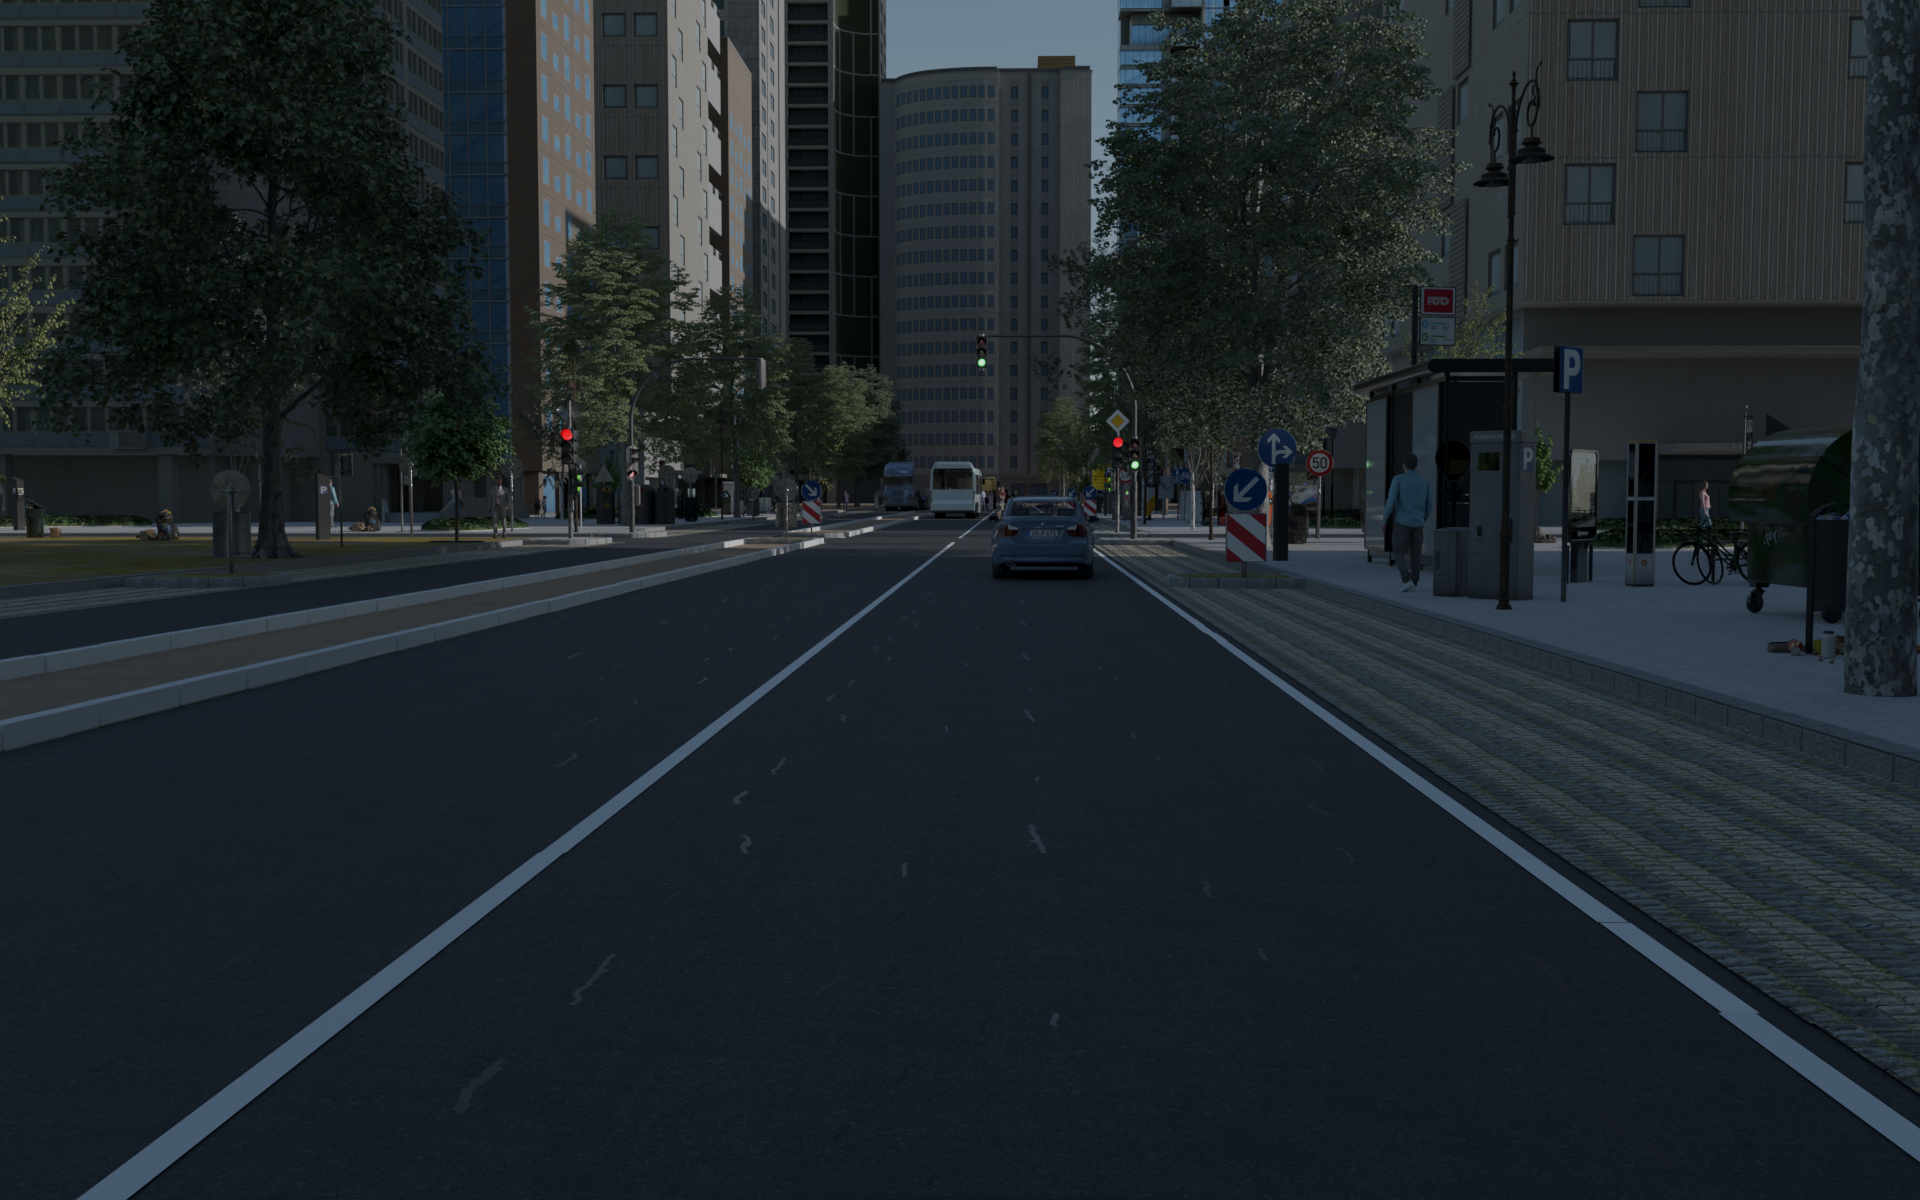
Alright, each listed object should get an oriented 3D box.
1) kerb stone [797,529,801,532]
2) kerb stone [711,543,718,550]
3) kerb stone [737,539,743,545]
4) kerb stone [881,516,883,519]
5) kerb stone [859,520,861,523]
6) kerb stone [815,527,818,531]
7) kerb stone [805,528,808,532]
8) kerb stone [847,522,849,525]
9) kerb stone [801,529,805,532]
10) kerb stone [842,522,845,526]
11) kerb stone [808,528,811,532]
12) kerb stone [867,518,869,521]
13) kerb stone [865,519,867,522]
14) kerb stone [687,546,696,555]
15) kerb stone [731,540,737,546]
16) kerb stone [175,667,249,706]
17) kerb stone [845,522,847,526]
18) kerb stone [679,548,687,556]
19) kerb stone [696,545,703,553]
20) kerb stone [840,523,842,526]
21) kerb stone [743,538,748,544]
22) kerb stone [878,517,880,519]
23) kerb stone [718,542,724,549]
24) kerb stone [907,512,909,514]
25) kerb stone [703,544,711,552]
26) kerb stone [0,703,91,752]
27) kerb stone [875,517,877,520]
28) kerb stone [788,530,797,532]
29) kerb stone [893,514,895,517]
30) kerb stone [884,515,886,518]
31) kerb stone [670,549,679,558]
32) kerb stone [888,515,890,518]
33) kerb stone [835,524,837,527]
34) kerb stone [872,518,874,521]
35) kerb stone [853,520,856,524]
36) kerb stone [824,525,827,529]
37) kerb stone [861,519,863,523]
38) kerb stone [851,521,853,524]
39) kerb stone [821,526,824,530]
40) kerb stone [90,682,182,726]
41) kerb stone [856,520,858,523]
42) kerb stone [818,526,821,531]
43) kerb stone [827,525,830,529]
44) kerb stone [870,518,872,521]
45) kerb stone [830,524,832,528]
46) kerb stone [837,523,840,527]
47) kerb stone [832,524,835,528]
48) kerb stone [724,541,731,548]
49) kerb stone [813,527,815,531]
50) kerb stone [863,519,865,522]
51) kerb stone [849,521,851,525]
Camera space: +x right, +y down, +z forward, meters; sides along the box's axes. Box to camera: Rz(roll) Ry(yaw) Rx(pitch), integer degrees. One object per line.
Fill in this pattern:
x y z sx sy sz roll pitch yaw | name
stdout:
-5.814 -2.370 60.944 0.120 0.150 1.000 0 4 2 | kerb stone
-6.354 -1.333 43.989 0.120 0.150 1.000 0 4 2 | kerb stone
-6.231 -1.583 48.083 0.120 0.150 1.000 0 4 2 | kerb stone
-4.609 -4.622 97.835 0.120 0.150 1.000 0 4 2 | kerb stone
-5.047 -3.811 84.513 0.120 0.150 1.000 0 4 2 | kerb stone
-5.641 -2.682 66.073 0.120 0.150 1.000 0 4 2 | kerb stone
-5.744 -2.496 63.005 0.120 0.150 1.000 0 4 2 | kerb stone
-5.230 -3.435 78.360 0.120 0.150 1.000 0 4 2 | kerb stone
-5.769 -2.430 61.969 0.120 0.150 1.000 0 4 2 | kerb stone
-5.301 -3.309 76.310 0.120 0.150 1.000 0 4 2 | kerb stone
-5.705 -2.559 64.030 0.120 0.150 1.000 0 4 2 | kerb stone
-4.904 -4.060 88.611 0.120 0.150 1.000 0 4 2 | kerb stone
-4.935 -4.000 87.588 0.120 0.150 1.000 0 4 2 | kerb stone
-6.459 -1.143 40.925 0.120 0.150 1.000 0 4 2 | kerb stone
-6.259 -1.521 47.061 0.120 0.150 1.000 0 4 2 | kerb stone
-5.302 0.613 12.182 0.120 0.150 1.000 0 4 2 | kerb stone
-5.273 -3.373 77.339 0.120 0.150 1.000 0 4 2 | kerb stone
-6.499 -1.083 39.900 0.120 0.150 1.000 0 4 2 | kerb stone
-6.426 -1.208 41.946 0.120 0.150 1.000 0 4 2 | kerb stone
-5.338 -3.243 75.284 0.120 0.150 1.000 0 4 2 | kerb stone
-6.196 -1.642 49.105 0.120 0.150 1.000 0 4 2 | kerb stone
-4.668 -4.501 95.789 0.120 0.150 1.000 0 4 2 | kerb stone
-6.333 -1.394 45.014 0.120 0.150 1.000 0 4 2 | kerb stone
-3.837 -6.068 121.405 0.120 0.150 1.000 0 4 2 | kerb stone
-6.399 -1.270 42.968 0.120 0.150 1.000 0 4 2 | kerb stone
-5.360 0.738 10.133 0.120 0.150 1.000 0 4 2 | kerb stone
-4.733 -4.375 93.727 0.120 0.150 1.000 0 4 2 | kerb stone
-5.837 -2.306 59.917 0.120 0.150 1.000 0 4 2 | kerb stone
-4.298 -5.189 107.054 0.120 0.150 1.000 0 4 2 | kerb stone
-4.536 -4.752 99.887 0.120 0.150 1.000 0 4 2 | kerb stone
-6.527 -1.020 38.873 0.120 0.150 1.000 0 4 2 | kerb stone
-4.431 -4.940 102.960 0.120 0.150 1.000 0 4 2 | kerb stone
-5.406 -3.122 73.240 0.120 0.150 1.000 0 4 2 | kerb stone
-4.804 -4.250 91.684 0.120 0.150 1.000 0 4 2 | kerb stone
-5.138 -3.623 81.432 0.120 0.150 1.000 0 4 2 | kerb stone
-5.544 -2.872 69.152 0.120 0.150 1.000 0 4 2 | kerb stone
-5.010 -3.874 85.534 0.120 0.150 1.000 0 4 2 | kerb stone
-5.171 -3.560 80.404 0.120 0.150 1.000 0 4 2 | kerb stone
-5.566 -2.808 68.129 0.120 0.150 1.000 0 4 2 | kerb stone
-5.331 0.675 11.154 0.120 0.150 1.000 0 4 2 | kerb stone
-5.102 -3.684 82.468 0.120 0.150 1.000 0 4 2 | kerb stone
-5.600 -2.746 67.101 0.120 0.150 1.000 0 4 2 | kerb stone
-5.502 -2.928 70.175 0.120 0.150 1.000 0 4 2 | kerb stone
-4.837 -4.188 90.662 0.120 0.150 1.000 0 4 2 | kerb stone
-5.469 -2.992 71.197 0.120 0.150 1.000 0 4 2 | kerb stone
-5.376 -3.185 74.262 0.120 0.150 1.000 0 4 2 | kerb stone
-5.446 -3.060 72.219 0.120 0.150 1.000 0 4 2 | kerb stone
-6.297 -1.458 46.038 0.120 0.150 1.000 0 4 2 | kerb stone
-5.675 -2.618 65.052 0.120 0.150 1.000 0 4 2 | kerb stone
-4.966 -3.936 86.556 0.120 0.150 1.000 0 4 2 | kerb stone
-5.205 -3.498 79.382 0.120 0.150 1.000 0 4 2 | kerb stone
